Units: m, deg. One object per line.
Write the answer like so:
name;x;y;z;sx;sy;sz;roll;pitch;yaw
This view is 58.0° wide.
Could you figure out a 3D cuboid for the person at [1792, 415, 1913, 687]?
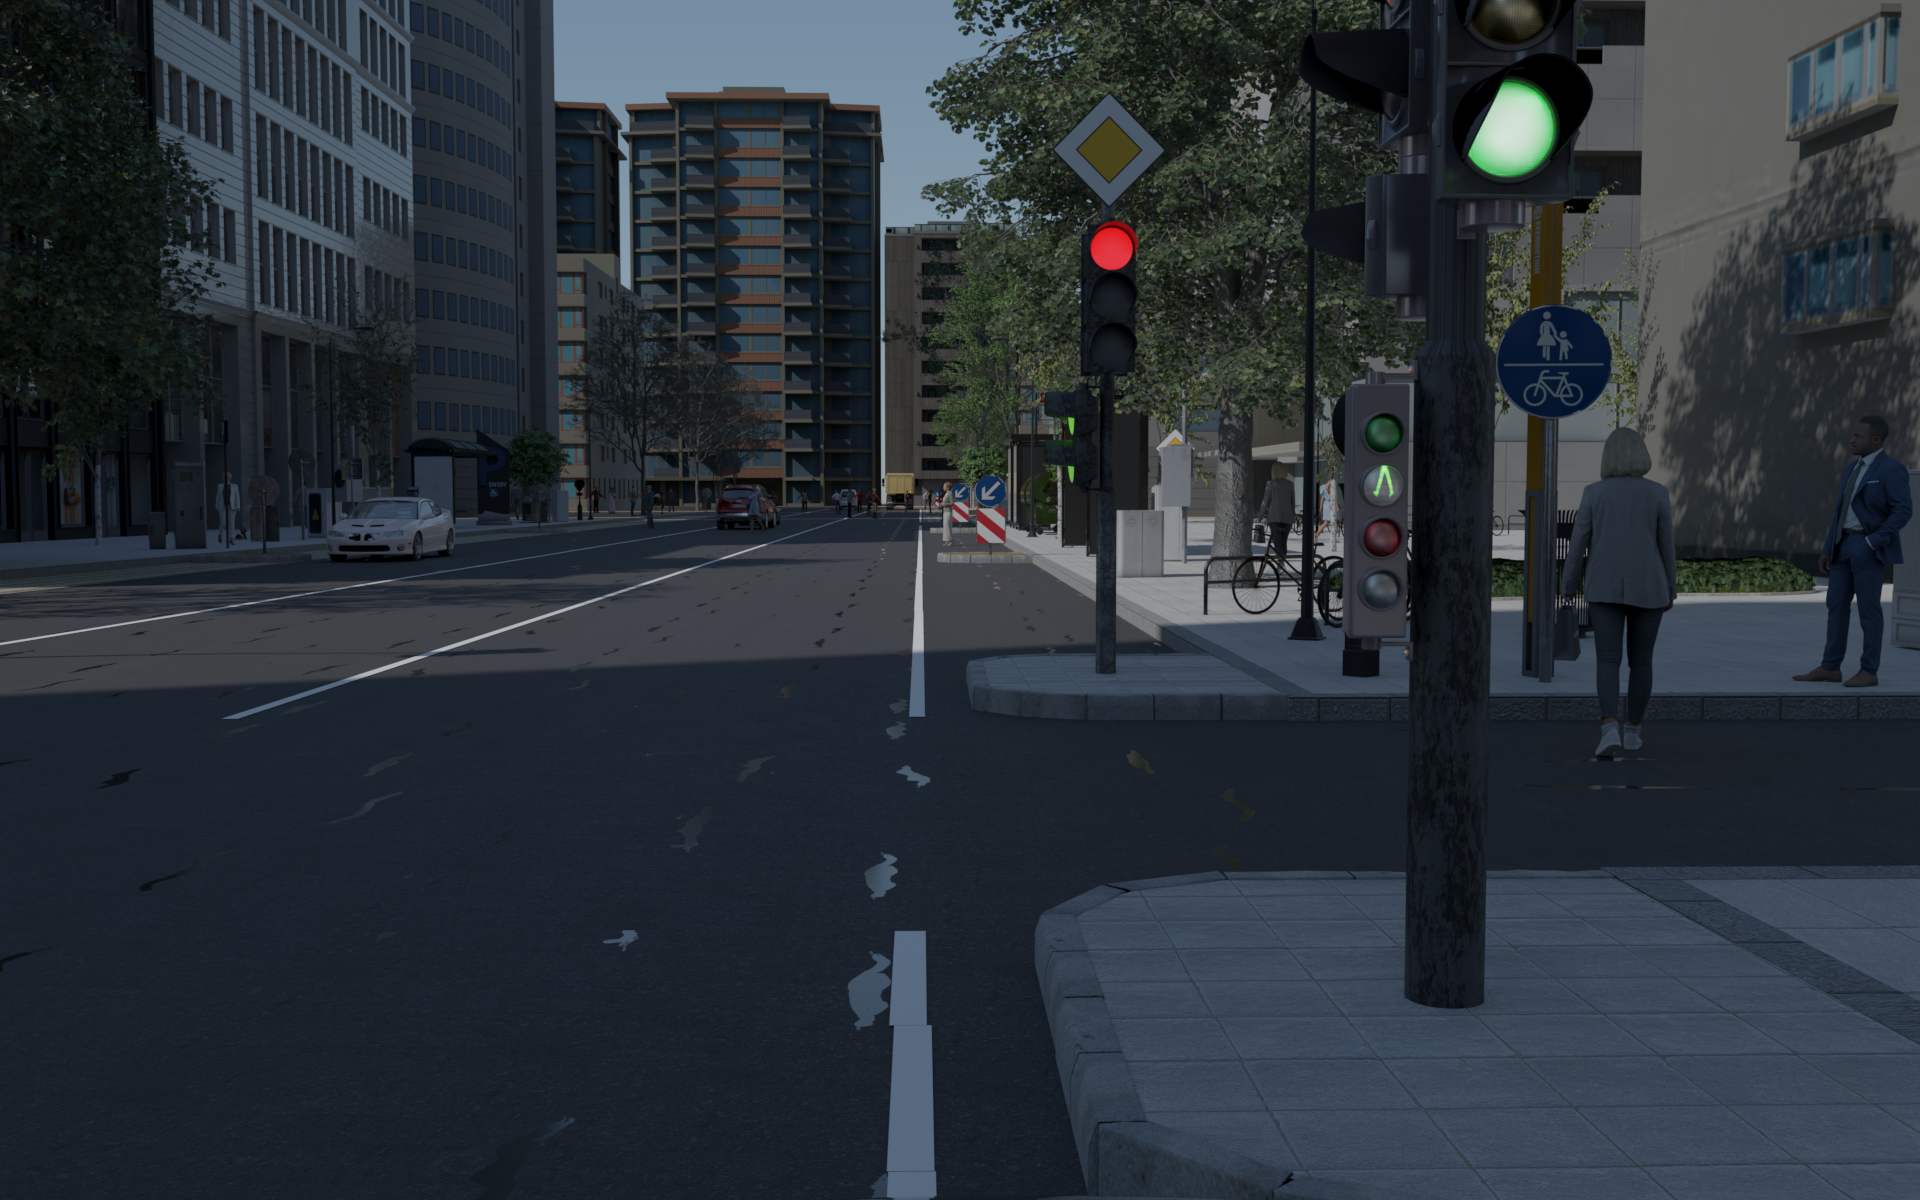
person;6.029;-0.329;11.603;0.419;1.800;0.721;-1;4;-18

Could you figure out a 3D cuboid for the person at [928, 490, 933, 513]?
person;-2.191;-6.919;122.448;0.721;1.723;1.217;0;4;-4

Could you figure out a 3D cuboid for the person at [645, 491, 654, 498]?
person;-25.930;-8.380;143.770;1.217;1.735;0.721;-3;5;-44

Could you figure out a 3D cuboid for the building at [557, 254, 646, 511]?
building;-42.216;-18.066;140.416;28.899;21.520;27.650;0;4;-1

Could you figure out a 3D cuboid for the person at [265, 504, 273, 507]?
person;-24.304;-3.334;60.743;0.592;1.802;0.473;0;3;0

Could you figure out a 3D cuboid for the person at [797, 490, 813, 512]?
person;-12.725;-8.169;142.160;1.348;1.812;0.705;0;4;3

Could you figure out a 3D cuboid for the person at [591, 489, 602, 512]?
person;-26.452;-7.311;125.678;0.705;1.812;1.348;2;4;34

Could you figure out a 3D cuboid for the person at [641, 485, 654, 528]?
person;-13.125;-3.918;72.739;0.590;1.801;0.661;-2;4;-24

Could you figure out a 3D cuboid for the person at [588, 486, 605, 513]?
person;-24.688;-6.811;117.532;0.705;1.807;1.348;3;5;45

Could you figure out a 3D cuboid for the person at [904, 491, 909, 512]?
person;-4.224;-7.805;137.025;0.530;1.710;0.541;2;4;28

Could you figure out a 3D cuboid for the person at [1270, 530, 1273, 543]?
person;8.297;-2.370;45.221;0.576;1.772;0.534;0;4;0

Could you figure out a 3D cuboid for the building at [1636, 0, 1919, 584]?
building;23.704;-24.739;28.178;21.600;48.544;21.300;0;4;-1

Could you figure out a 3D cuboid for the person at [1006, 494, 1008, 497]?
person;4.910;-9.643;163.694;1.348;1.826;0.705;1;4;20

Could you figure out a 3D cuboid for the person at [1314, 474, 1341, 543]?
person;9.634;-2.388;45.183;0.778;1.811;0.616;-1;4;-23

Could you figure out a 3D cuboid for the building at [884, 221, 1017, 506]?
building;-1.140;-25.351;186.182;14.107;30.474;14.160;0;4;-1

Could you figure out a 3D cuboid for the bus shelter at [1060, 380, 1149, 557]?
bus shelter;3.014;-2.885;38.450;1.731;3.624;6.357;0;4;-1

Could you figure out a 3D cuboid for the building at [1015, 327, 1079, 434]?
building;20.283;-21.311;193.481;28.899;21.520;27.650;0;4;-1

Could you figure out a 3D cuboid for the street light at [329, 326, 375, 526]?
street light;-16.851;-4.613;47.968;1.470;5.913;1.316;0;4;-1

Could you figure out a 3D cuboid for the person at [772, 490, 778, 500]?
person;-16.406;-8.767;151.798;1.348;1.831;0.705;3;5;39

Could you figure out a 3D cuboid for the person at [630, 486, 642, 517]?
person;-18.316;-5.591;97.991;0.750;1.759;0.617;0;4;-8

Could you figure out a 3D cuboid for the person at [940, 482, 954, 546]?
person;-0.371;-2.381;47.974;0.362;1.759;0.519;-1;4;-16

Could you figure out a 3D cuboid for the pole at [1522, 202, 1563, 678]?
pole;4.063;-1.115;12.078;0.158;3.312;0.155;0;3;0

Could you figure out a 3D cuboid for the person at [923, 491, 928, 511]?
person;-2.876;-8.529;148.890;0.436;1.711;0.756;3;4;37

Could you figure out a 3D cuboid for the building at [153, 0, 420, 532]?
building;-31.371;-17.802;68.556;11.434;29.767;29.804;0;4;-1

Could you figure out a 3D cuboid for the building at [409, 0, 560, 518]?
building;-37.004;-34.149;100.337;21.231;58.520;28.212;0;4;-1

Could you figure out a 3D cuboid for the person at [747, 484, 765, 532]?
person;-7.655;-3.424;64.582;0.616;1.811;0.778;3;4;38

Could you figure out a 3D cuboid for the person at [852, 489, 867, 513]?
person;-7.811;-7.708;134.467;1.348;1.831;0.705;1;4;13

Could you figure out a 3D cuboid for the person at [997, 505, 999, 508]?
person;3.352;-8.467;147.709;0.421;1.427;0.697;-1;4;-17

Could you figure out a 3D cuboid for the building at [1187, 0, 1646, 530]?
building;24.958;-29.618;73.495;28.713;52.752;27.495;0;4;-1

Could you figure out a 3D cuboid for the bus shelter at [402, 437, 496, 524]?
bus shelter;-18.926;-4.314;64.458;2.014;3.302;5.546;0;4;-1

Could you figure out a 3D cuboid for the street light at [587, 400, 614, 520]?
street light;-17.724;-6.907;85.478;1.470;5.913;1.316;0;4;-1

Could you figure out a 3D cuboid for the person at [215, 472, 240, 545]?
person;-18.561;-2.320;43.852;0.514;1.842;0.818;-3;5;-40

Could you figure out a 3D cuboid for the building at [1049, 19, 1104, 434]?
building;19.514;-50.492;138.216;22.319;86.520;31.000;0;4;-1

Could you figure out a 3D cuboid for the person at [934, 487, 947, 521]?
person;-0.825;-4.995;90.113;0.705;1.831;1.348;3;5;43

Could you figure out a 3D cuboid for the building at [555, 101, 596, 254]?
building;-51.671;-32.633;188.168;28.867;44.769;22.147;0;4;-1

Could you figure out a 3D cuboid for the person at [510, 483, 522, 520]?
person;-22.189;-4.930;86.606;0.622;1.834;0.822;0;3;0

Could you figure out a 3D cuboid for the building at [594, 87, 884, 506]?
building;-22.820;-32.698;189.232;28.867;44.769;22.147;0;4;-1

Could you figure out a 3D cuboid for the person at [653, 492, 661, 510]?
person;-24.629;-8.052;140.880;0.628;1.438;0.799;-1;4;-12

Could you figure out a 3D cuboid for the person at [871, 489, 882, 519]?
person;-4.876;-5.614;100.812;0.721;1.766;1.217;-2;4;-34

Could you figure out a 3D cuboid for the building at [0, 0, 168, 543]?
building;-30.980;-13.228;45.950;12.332;23.373;15.834;0;4;-1

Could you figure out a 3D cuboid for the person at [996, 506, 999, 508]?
person;3.341;-9.093;154.728;0.705;1.822;1.348;3;4;37

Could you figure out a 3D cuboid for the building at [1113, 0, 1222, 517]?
building;20.003;-34.711;109.523;21.231;58.520;28.212;0;4;-1

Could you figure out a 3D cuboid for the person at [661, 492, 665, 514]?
person;-19.008;-6.204;110.741;0.557;1.426;1.065;0;4;-5

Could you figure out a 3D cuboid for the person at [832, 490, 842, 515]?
person;-8.589;-6.806;120.717;0.756;1.711;0.436;-1;4;-10

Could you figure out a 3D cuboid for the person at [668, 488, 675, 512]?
person;-20.796;-7.214;124.918;0.541;1.710;0.530;-1;4;-10

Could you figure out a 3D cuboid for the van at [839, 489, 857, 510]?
van;-10.078;-9.180;157.098;2.013;2.044;4.112;0;4;-2

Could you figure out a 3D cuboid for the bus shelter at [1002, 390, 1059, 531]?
bus shelter;2.731;-5.311;64.464;2.179;5.291;8.768;0;4;-1

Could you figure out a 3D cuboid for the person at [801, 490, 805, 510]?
person;-14.536;-9.288;160.360;1.348;1.824;0.705;3;5;43

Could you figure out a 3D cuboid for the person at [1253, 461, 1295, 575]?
person;4.984;-1.294;27.383;0.709;1.800;0.728;-1;4;-9

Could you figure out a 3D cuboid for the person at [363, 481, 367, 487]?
person;-23.381;-3.785;68.028;0.767;1.812;0.694;-1;4;-21

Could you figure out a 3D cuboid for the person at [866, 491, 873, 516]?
person;-5.857;-6.254;112.219;0.415;1.643;0.593;0;4;2

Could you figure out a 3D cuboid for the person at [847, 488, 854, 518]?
person;-6.664;-5.908;105.081;0.705;1.826;1.348;1;4;10

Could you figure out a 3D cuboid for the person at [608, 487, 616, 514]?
person;-22.742;-6.516;113.249;0.621;1.740;0.551;-2;4;-31

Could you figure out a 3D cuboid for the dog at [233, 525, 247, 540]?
dog;-20.229;-1.885;48.558;0.550;0.427;0.748;3;4;38

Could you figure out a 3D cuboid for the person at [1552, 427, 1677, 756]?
person;3.589;-0.055;9.580;0.709;1.800;0.728;1;4;21

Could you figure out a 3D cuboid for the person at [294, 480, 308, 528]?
person;-24.393;-3.553;64.403;0.678;1.792;0.850;-1;4;-22
